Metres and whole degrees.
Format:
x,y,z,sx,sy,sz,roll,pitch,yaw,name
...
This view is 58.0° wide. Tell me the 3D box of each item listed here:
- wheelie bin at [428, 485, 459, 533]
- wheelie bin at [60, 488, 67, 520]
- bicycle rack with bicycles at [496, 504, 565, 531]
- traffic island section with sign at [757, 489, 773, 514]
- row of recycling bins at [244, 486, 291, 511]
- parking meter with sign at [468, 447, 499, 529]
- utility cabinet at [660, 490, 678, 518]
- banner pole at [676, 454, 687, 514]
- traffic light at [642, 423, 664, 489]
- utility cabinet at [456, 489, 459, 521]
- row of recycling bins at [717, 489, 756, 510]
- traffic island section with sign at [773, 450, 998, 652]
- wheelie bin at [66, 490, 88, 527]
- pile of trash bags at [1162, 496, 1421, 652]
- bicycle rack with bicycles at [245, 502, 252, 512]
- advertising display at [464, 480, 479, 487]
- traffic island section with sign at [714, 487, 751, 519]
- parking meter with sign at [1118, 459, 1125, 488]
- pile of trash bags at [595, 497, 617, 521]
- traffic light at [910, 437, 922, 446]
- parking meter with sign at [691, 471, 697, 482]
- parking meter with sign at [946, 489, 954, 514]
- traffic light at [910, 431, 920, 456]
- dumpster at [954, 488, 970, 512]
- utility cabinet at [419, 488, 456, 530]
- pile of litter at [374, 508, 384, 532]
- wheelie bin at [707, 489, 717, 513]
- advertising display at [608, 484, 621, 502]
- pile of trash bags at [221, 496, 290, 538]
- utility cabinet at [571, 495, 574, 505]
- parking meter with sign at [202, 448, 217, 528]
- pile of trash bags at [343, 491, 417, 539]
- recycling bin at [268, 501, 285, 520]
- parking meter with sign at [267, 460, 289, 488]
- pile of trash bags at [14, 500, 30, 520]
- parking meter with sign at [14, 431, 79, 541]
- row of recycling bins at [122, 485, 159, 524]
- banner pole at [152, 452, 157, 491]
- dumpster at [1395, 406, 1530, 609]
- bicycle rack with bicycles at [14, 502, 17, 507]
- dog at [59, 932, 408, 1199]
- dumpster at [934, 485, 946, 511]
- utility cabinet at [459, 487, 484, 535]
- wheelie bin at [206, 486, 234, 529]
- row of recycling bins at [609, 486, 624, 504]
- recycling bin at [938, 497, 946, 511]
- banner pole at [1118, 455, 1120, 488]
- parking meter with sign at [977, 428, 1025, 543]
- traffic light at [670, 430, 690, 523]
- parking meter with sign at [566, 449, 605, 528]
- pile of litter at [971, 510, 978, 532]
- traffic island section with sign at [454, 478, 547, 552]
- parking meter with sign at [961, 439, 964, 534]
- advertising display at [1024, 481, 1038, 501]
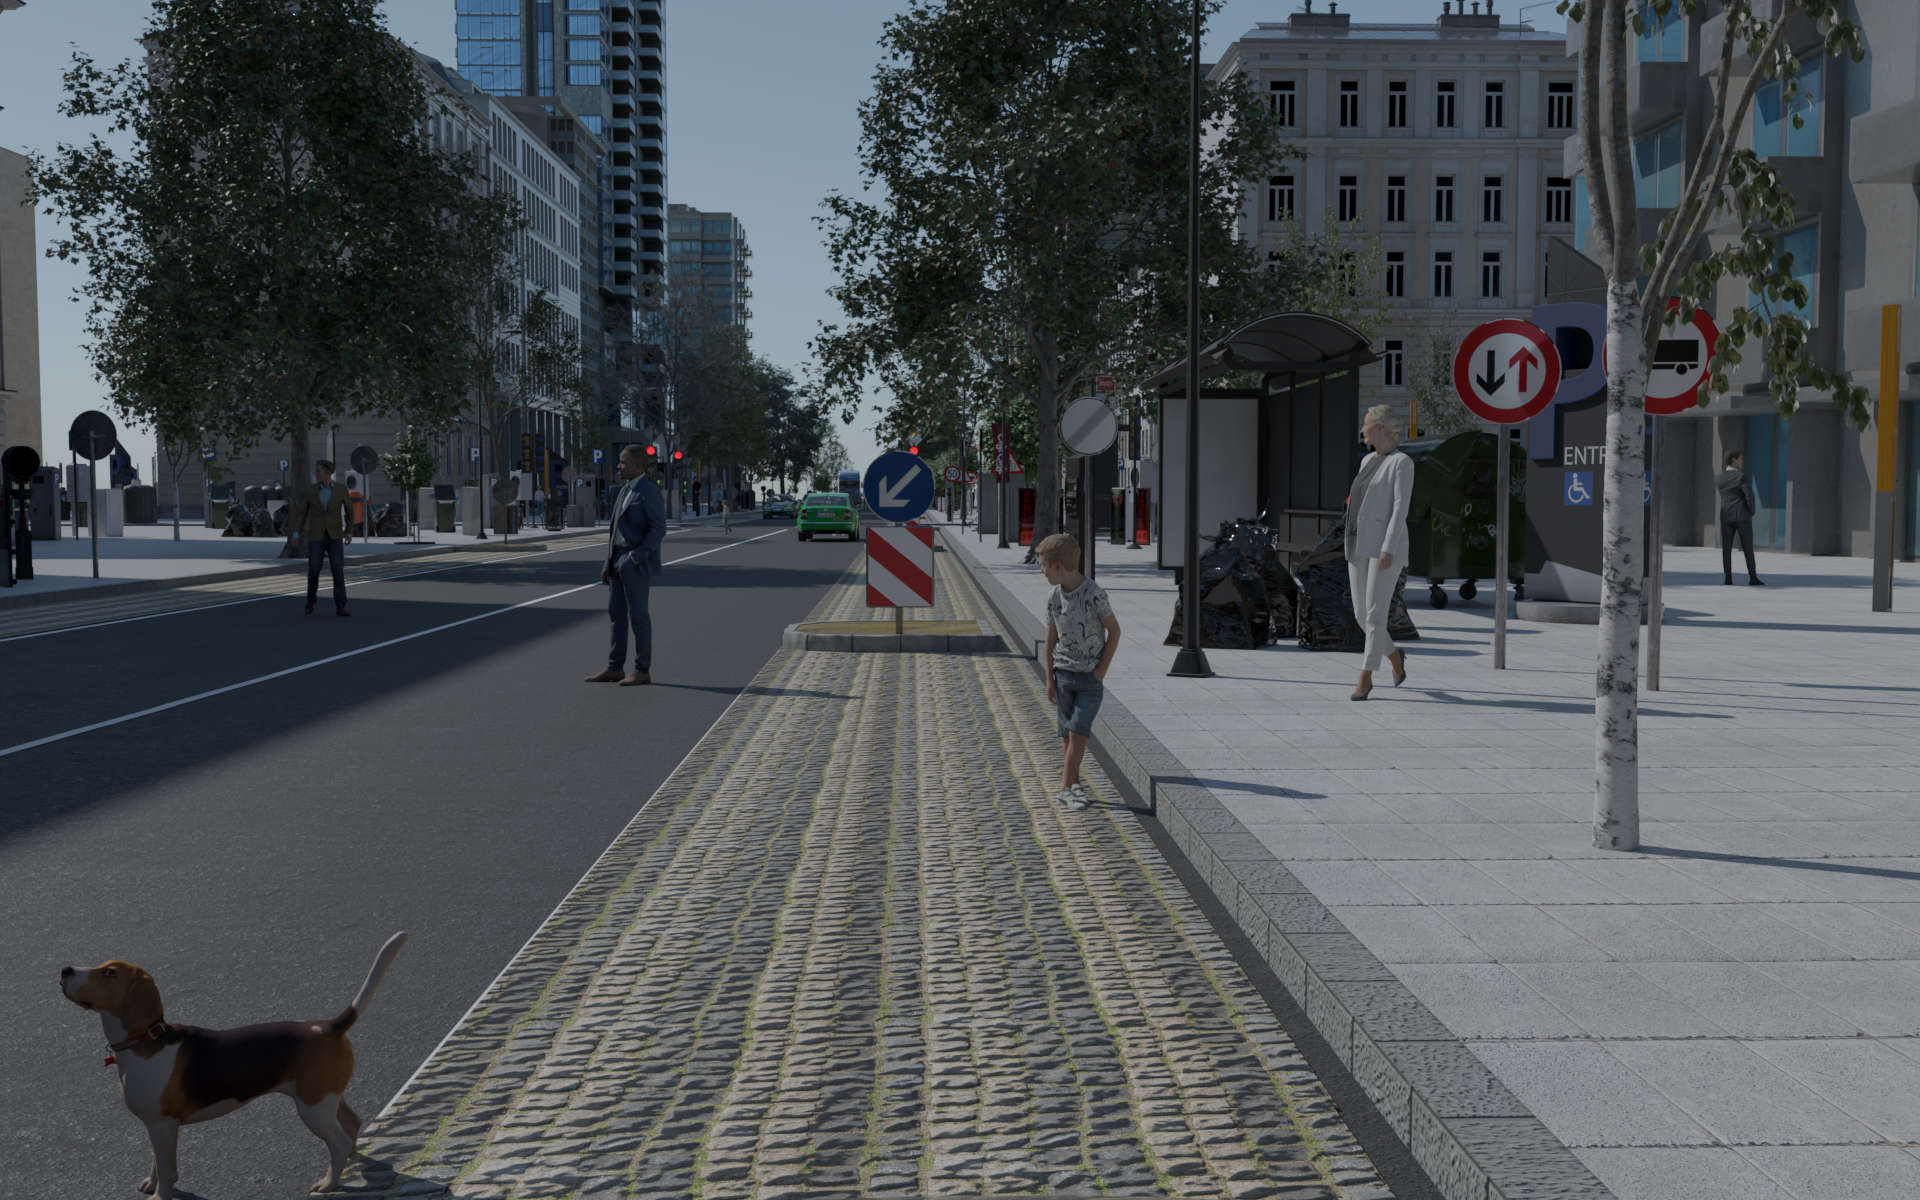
x,y,z,sx,sy,sz,roll,pitch,yaw,name
-17.200,-3.041,57.632,0.980,1.594,0.693,-2,4,-27,wheelie bin
-43.904,-4.697,84.708,0.980,1.594,0.693,2,4,35,wheelie bin
-15.364,-2.971,61.954,2.852,0.926,2.925,0,4,-2,bicycle rack with bicycles
-13.751,-7.186,126.121,1.989,1.847,2.006,0,4,-2,traffic island section with sign
-33.519,-4.747,84.724,1.069,1.692,3.534,1,4,20,row of recycling bins
-17.441,-4.147,64.070,1.738,3.016,0.543,3,5,40,parking meter with sign
-15.514,-5.132,92.581,1.173,1.500,0.318,-3,5,-40,utility cabinet
-17.533,-7.297,109.318,0.863,3.779,0.401,-1,4,-14,banner pole
-12.098,-4.847,68.165,0.839,4.253,0.868,0,4,-2,traffic light
-23.017,-4.431,81.125,1.173,1.500,0.318,-3,5,-41,utility cabinet
-19.306,-8.716,149.612,3.534,1.692,1.069,-3,4,-38,row of recycling bins
-0.678,-0.482,16.508,1.989,1.847,2.006,0,4,-2,traffic island section with sign
-33.703,-3.604,66.841,0.980,1.594,0.693,0,4,7,wheelie bin
3.249,-0.358,15.605,1.912,1.369,3.447,2,4,30,pile of trash bags
-34.047,-4.118,80.711,2.852,0.926,2.925,1,4,21,bicycle rack with bicycles
-22.088,-4.513,79.000,0.974,1.923,0.123,-2,4,-31,advertising display
-13.002,-5.535,99.128,1.989,1.847,2.006,0,4,-2,traffic island section with sign
7.694,-5.582,87.532,0.543,3.016,1.738,-1,4,-20,parking meter with sign
-16.509,-4.545,84.062,1.912,1.369,3.447,-2,4,-30,pile of trash bags
-2.063,-5.353,76.447,0.839,4.253,0.868,0,4,-2,traffic light
-20.075,-8.276,131.580,0.543,3.016,1.738,-1,4,-16,parking meter with sign
-0.695,-7.109,112.497,0.543,3.016,1.738,-1,4,-12,parking meter with sign
-1.841,-4.865,68.465,0.839,4.253,0.868,0,4,-2,traffic light
0.132,-7.680,128.066,1.502,2.255,1.985,0,4,-2,dumpster
-18.489,-3.203,61.053,1.173,1.500,0.318,-2,4,-25,utility cabinet
-18.863,-2.606,56.566,1.719,0.858,1.176,1,4,10,pile of litter
-16.348,-6.518,114.478,0.693,1.594,0.980,-1,4,-17,wheelie bin
-22.142,-6.495,111.411,0.974,1.923,0.123,1,4,14,advertising display
-20.386,-2.564,51.669,3.447,1.369,1.912,2,4,31,pile of trash bags
-25.726,-6.307,114.275,0.306,1.237,1.020,0,4,3,utility cabinet
-28.397,-4.246,65.679,0.543,3.016,1.738,-1,4,-18,parking meter with sign
-17.484,-2.548,51.416,1.912,1.369,3.447,0,4,-3,pile of trash bags
-26.495,-3.358,67.454,0.722,1.027,0.722,0,4,-7,recycling bin
-34.921,-5.624,88.220,1.738,3.016,0.543,2,4,35,parking meter with sign
-46.917,-4.724,86.987,3.447,1.369,1.912,-3,5,-40,pile of trash bags
-25.236,-3.148,47.734,1.738,3.016,0.543,0,4,-6,parking meter with sign
-36.144,-4.241,76.448,1.069,1.692,3.534,-1,4,-14,row of recycling bins
-47.670,-6.880,102.508,0.401,3.779,0.863,0,4,-8,banner pole
5.728,-1.073,20.044,1.502,2.255,1.985,0,4,-2,dumpster
-42.734,-3.880,76.816,2.925,0.926,2.852,3,4,38,bicycle rack with bicycles
-1.473,0.962,3.552,0.406,0.507,0.540,2,4,27,dog
-1.311,-8.052,134.141,1.502,2.255,1.985,0,4,-2,dumpster
-15.126,-2.762,53.833,0.318,1.500,1.173,0,4,3,utility cabinet
-27.274,-3.423,63.870,0.980,1.594,0.693,-1,4,-17,wheelie bin
-17.229,-5.002,88.902,1.069,1.692,3.534,0,4,4,row of recycling bins
-1.148,-7.099,128.626,0.722,1.027,0.722,3,5,44,recycling bin
10.029,-7.348,110.159,0.401,3.779,0.863,1,4,17,banner pole
1.372,-3.032,45.829,1.738,3.016,0.543,0,4,-2,parking meter with sign
-12.320,-5.335,76.147,0.839,4.253,0.868,0,4,-2,traffic light
-14.487,-4.321,66.901,0.543,3.016,1.738,2,4,28,parking meter with sign
1.012,-2.758,59.053,1.176,0.858,1.719,-1,4,-17,pile of litter
-11.454,-2.126,43.392,1.989,1.847,2.006,0,4,-2,traffic island section with sign
0.915,-3.608,55.254,1.738,3.016,0.543,0,4,1,parking meter with sign
2.867,-3.833,67.880,0.974,1.923,0.123,-1,4,-11,advertising display
